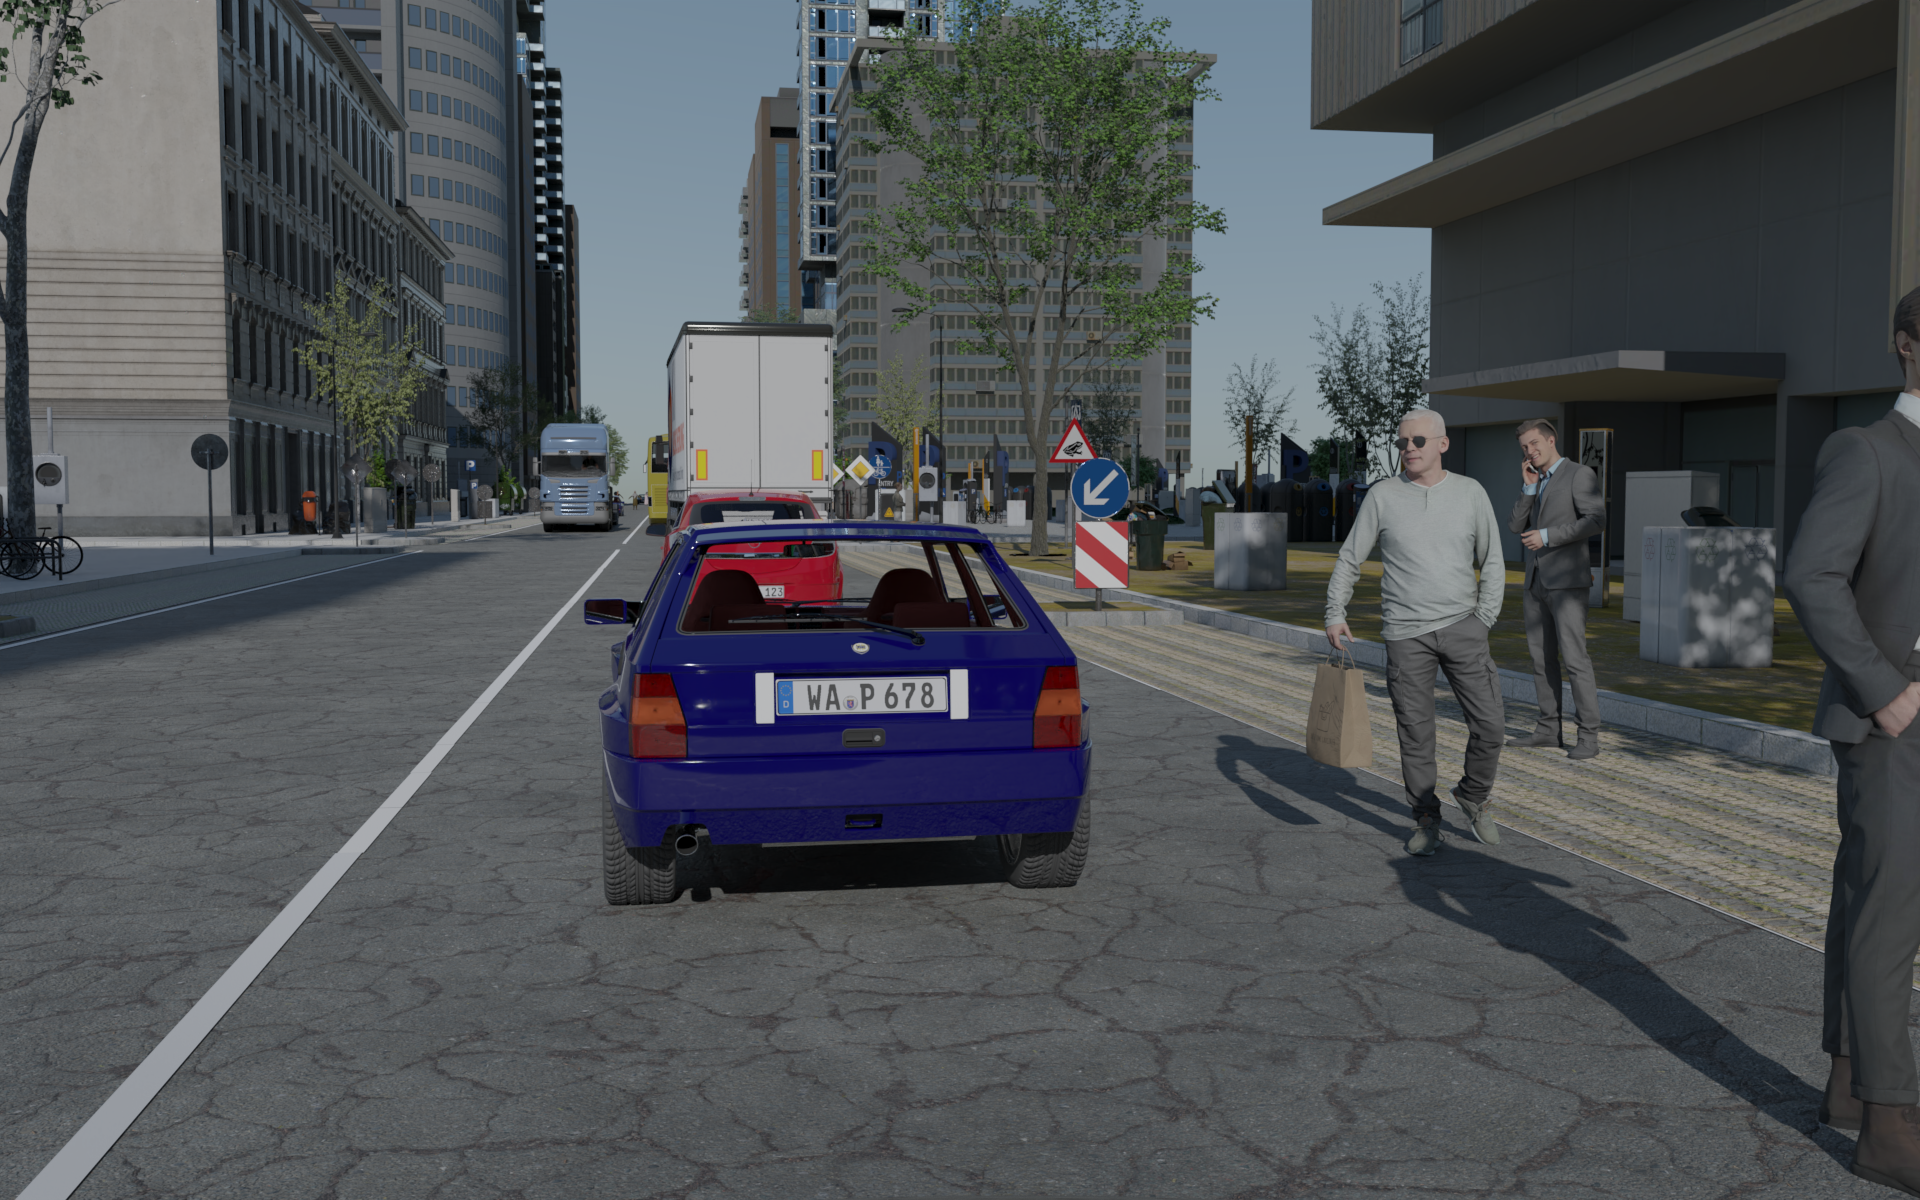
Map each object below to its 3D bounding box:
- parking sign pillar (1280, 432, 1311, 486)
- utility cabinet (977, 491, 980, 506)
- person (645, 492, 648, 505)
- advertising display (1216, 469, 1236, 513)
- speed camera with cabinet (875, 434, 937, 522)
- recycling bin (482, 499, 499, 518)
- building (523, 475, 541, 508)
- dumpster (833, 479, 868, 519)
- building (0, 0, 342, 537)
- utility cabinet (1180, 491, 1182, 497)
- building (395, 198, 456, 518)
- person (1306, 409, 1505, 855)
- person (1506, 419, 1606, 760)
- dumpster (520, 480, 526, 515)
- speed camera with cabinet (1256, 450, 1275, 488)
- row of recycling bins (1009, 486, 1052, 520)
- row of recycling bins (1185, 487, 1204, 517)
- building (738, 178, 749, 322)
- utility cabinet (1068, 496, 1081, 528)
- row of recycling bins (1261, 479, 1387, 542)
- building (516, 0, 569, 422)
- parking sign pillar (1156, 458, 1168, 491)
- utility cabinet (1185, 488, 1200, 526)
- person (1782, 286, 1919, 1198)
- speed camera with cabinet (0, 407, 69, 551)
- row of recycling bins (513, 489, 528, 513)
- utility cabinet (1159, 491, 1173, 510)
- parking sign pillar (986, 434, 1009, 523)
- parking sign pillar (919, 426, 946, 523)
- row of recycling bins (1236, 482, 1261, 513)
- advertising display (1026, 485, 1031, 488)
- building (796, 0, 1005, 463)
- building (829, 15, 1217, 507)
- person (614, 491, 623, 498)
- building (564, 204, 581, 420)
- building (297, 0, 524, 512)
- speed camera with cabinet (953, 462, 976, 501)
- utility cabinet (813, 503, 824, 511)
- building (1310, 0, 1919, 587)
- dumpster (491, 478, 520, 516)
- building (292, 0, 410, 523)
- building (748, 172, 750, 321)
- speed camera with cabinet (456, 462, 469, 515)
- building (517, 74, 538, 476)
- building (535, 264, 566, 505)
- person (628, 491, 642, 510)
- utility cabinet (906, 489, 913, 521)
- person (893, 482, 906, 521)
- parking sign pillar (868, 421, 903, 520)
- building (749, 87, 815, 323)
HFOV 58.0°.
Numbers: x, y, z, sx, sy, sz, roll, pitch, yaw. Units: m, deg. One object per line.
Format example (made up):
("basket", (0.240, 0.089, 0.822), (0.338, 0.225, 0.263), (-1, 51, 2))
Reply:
("parking sign pillar", (14.706, -5.349, 75.922), (1.447, 3.967, 1.447), (-1, 4, -19))
("utility cabinet", (1.055, -7.351, 128.866), (0.318, 1.500, 1.173), (-2, 4, -34))
("person", (-40.361, -13.088, 223.158), (0.621, 1.740, 0.551), (-2, 4, -25))
("advertising display", (6.924, -2.438, 45.082), (0.123, 1.923, 0.974), (2, 4, 33))
("speed camera with cabinet", (-1.768, -3.846, 57.220), (2.038, 3.252, 0.660), (0, 4, 0))
("recycling bin", (-24.967, -4.865, 92.089), (0.722, 1.027, 0.722), (0, 4, 2))
("building", (-56.220, -28.671, 160.650), (32.217, 40.220, 23.993), (-1, 4, -10))
("dumpster", (-4.141, -3.699, 66.235), (1.264, 1.857, 1.865), (-1, 4, -10))
("building", (-28.077, -12.878, 59.710), (9.793, 20.994, 18.267), (-1, 4, -10))
("utility cabinet", (15.333, -6.946, 122.253), (0.318, 1.500, 1.173), (2, 4, 28))
("building", (-35.444, -14.356, 99.342), (10.561, 19.102, 19.286), (-1, 4, -10))
("person", (1.797, 0.123, 6.969), (0.782, 1.767, 0.515), (1, 4, 11))
("person", (3.258, -0.076, 9.549), (0.447, 1.846, 0.655), (-1, 4, -21))
("dumpster", (-28.061, -6.497, 108.725), (1.502, 2.255, 1.985), (-1, 4, -10))
("speed camera with cabinet", (14.299, -5.164, 78.772), (2.038, 3.252, 0.660), (-3, 5, -44))
("row of recycling bins", (3.297, -4.874, 86.807), (1.069, 1.692, 3.534), (-3, 5, -40))
("row of recycling bins", (14.019, -5.637, 99.278), (1.069, 1.692, 3.534), (-1, 4, -21))
("building", (-19.917, -38.329, 246.287), (23.786, 49.044, 30.456), (-1, 4, -10))
("utility cabinet", (4.258, -3.286, 64.892), (0.306, 1.237, 1.020), (-1, 4, -15))
("row of recycling bins", (10.056, -2.418, 46.648), (3.534, 1.692, 1.069), (-1, 4, -10))
("building", (-63.695, -56.401, 234.826), (22.319, 86.520, 31.000), (-1, 4, -10))
("parking sign pillar", (15.224, -8.678, 130.357), (1.447, 3.967, 1.447), (2, 4, 32))
("utility cabinet", (9.301, -3.697, 69.121), (0.318, 1.500, 1.173), (0, 4, -7))
("person", (2.110, 0.252, 3.742), (0.474, 1.900, 0.648), (3, 5, 44))
("speed camera with cabinet", (-21.310, -2.739, 39.113), (2.038, 3.252, 0.660), (-1, 4, -19))
("row of recycling bins", (-30.552, -6.923, 120.306), (1.069, 1.692, 3.534), (-1, 4, -20))
("utility cabinet", (13.660, -6.520, 115.273), (1.173, 1.500, 0.318), (-2, 4, -24))
("parking sign pillar", (1.859, -5.498, 78.357), (1.447, 3.967, 1.447), (1, 4, 15))
("parking sign pillar", (-1.121, -4.887, 68.369), (1.447, 3.967, 1.447), (-3, 5, -40))
("row of recycling bins", (10.063, -3.117, 58.078), (3.534, 1.692, 1.069), (-2, 4, -23))
("advertising display", (4.865, -7.182, 122.635), (0.123, 1.923, 0.974), (-1, 4, -11))
("building", (-7.237, -52.425, 169.826), (22.319, 86.520, 31.000), (-1, 4, -10))
("building", (2.499, -27.716, 145.044), (32.217, 40.220, 23.993), (-1, 4, -10))
("person", (-32.281, -9.434, 163.266), (1.217, 1.766, 0.721), (1, 4, 8))
("building", (-64.138, -37.234, 258.884), (14.600, 45.320, 14.200), (-1, 4, -10))
("building", (-46.310, -36.255, 134.772), (21.231, 58.520, 28.212), (-1, 4, -10))
("speed camera with cabinet", (0.264, -6.880, 106.831), (0.660, 3.252, 2.038), (-2, 4, -27))
("utility cabinet", (-6.888, -4.317, 81.744), (1.020, 1.237, 0.306), (2, 4, 29))
("building", (22.443, -26.557, 23.441), (28.713, 52.752, 27.495), (-1, 4, -10))
("dumpster", (-26.851, -6.070, 101.732), (1.502, 2.255, 1.985), (-1, 4, -10))
("building", (-31.975, -15.266, 78.483), (11.050, 23.489, 19.941), (-1, 4, -10))
("building", (-19.936, -35.066, 223.441), (14.600, 45.320, 14.200), (-1, 4, -10))
("speed camera with cabinet", (-30.019, -6.754, 104.766), (0.660, 3.252, 2.038), (-2, 4, -24))
("building", (-51.859, -32.443, 180.556), (14.600, 45.320, 14.200), (-1, 4, -10))
("building", (-56.370, -27.058, 214.098), (14.160, 30.474, 14.107), (-1, 4, -10))
("person", (-29.344, -8.999, 156.361), (1.217, 1.736, 0.721), (0, 4, -3))
("utility cabinet", (-2.170, -4.458, 81.560), (0.318, 1.500, 1.173), (-3, 5, -42))
("person", (-1.684, -2.400, 48.282), (0.362, 1.759, 0.519), (-1, 4, -9))
("parking sign pillar", (-2.765, -4.613, 63.889), (1.447, 3.967, 1.447), (2, 4, 33))
("building", (-15.396, -33.182, 192.640), (14.600, 45.320, 14.200), (-1, 4, -10))
